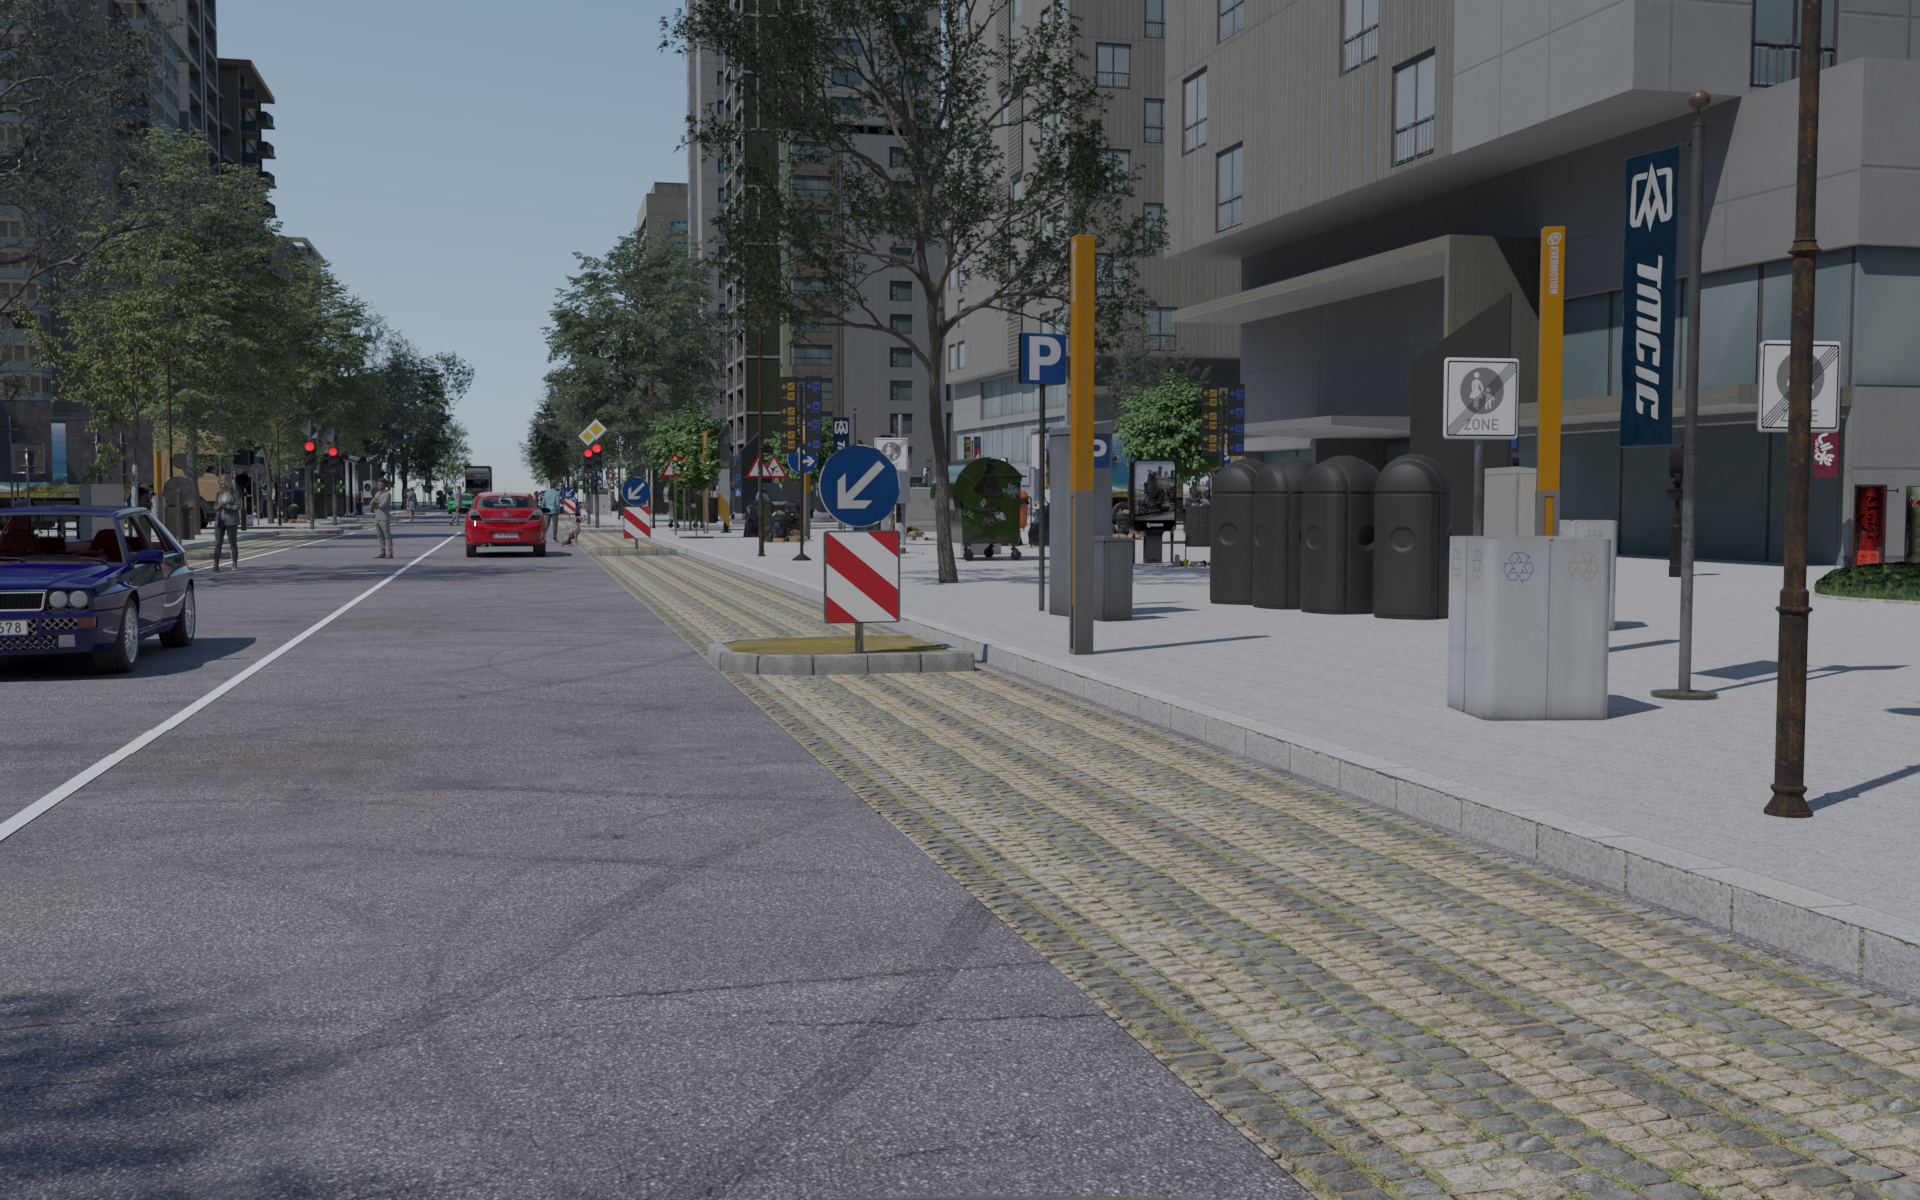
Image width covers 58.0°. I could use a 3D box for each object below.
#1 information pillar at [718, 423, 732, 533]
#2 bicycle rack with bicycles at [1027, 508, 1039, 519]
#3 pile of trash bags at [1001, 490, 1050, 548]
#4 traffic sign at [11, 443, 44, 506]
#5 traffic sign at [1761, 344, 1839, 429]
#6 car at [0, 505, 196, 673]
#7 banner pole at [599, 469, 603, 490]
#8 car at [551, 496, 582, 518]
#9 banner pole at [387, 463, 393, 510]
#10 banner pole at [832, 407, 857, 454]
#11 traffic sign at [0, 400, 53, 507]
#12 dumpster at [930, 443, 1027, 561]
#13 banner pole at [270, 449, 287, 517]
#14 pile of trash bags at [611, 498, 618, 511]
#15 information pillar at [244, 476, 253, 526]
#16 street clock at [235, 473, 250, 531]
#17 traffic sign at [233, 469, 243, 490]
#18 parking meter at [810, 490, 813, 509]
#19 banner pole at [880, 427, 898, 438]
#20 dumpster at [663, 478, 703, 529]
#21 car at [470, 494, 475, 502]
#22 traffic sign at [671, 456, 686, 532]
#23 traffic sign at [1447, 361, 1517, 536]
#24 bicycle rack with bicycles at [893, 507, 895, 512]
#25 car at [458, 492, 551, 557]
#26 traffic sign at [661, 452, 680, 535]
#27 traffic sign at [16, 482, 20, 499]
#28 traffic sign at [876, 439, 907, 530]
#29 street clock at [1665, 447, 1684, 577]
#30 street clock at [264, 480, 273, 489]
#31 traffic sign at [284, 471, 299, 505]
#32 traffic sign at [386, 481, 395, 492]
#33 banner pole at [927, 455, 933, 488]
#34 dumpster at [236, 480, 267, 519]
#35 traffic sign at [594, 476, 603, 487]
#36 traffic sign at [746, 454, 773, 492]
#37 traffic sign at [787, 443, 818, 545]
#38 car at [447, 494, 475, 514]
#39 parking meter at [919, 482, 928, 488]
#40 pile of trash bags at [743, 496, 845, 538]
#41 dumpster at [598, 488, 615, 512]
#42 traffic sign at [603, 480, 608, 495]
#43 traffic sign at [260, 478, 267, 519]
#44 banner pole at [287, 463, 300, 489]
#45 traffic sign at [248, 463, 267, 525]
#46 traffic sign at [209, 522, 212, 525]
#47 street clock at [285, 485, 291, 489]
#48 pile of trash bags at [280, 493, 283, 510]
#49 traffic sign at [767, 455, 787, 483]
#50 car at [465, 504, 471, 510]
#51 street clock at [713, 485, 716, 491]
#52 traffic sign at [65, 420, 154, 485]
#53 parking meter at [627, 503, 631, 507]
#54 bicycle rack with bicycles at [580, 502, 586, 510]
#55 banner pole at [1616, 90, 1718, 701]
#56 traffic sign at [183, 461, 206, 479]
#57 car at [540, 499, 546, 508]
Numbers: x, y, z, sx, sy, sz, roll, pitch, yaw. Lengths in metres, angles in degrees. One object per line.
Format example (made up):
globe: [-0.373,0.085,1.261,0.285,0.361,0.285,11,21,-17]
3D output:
information pillar: [-7.769,-4.016,57.017,0.183,3.616,0.504,2,4,34]
bicycle rack with bicycles: [3.809,-4.046,79.536,2.925,0.926,2.852,-3,4,-38]
pile of trash bags: [1.616,-2.024,42.839,1.912,1.369,3.447,0,4,6]
traffic sign: [-18.697,-1.997,34.774,0.606,2.300,0.079,-1,4,-9]
traffic sign: [5.608,-0.583,11.663,0.606,2.300,0.079,-1,4,-11]
car: [-7.772,-0.140,14.863,1.945,1.354,3.894,-1,4,-14]
banner pole: [-25.361,-8.060,121.802,0.863,3.779,0.401,3,4,37]
car: [-23.683,-5.589,103.961,1.945,1.354,3.894,-1,4,-14]
banner pole: [-45.944,-9.157,139.730,0.401,3.779,0.863,1,4,19]
banner pole: [-3.240,-3.647,49.653,0.863,3.779,0.401,0,4,2]
traffic sign: [-20.846,-2.663,37.419,2.265,3.308,0.079,-1,4,-14]
dumpster: [0.362,-1.917,33.841,1.502,2.255,1.985,-1,4,-14]
banner pole: [-37.482,-6.410,94.827,0.401,3.779,0.863,1,4,16]
pile of trash bags: [-26.668,-7.334,129.656,1.912,1.369,3.447,2,4,32]
information pillar: [-28.346,-3.940,68.914,0.304,2.012,0.304,-3,5,-43]
street clock: [-24.944,-3.406,60.261,0.471,2.002,0.358,-1,4,-23]
traffic sign: [-29.389,-4.165,70.226,0.606,2.300,0.079,-1,4,-9]
parking meter: [-9.785,-6.520,115.020,0.372,1.533,0.369,0,3,0]
banner pole: [-2.569,-4.551,64.420,0.863,3.779,0.401,0,4,7]
dumpster: [-10.254,-3.810,64.787,1.502,2.255,1.985,-1,4,-14]
car: [-42.247,-8.329,148.178,2.014,1.417,4.499,-1,4,-13]
traffic sign: [-9.330,-3.584,58.595,0.884,2.594,0.081,0,4,-8]
traffic sign: [3.922,-0.673,13.129,0.606,2.300,0.079,-1,4,-12]
bicycle rack with bicycles: [-4.068,-5.013,95.351,2.852,0.926,2.925,1,4,10]
car: [-10.724,-1.943,40.811,2.155,1.783,4.494,-1,4,-15]
traffic sign: [-8.806,-3.276,53.573,0.884,2.594,0.081,-1,4,-9]
traffic sign: [-25.345,-2.850,46.607,0.884,2.594,0.081,-1,4,-10]
traffic sign: [-1.257,-1.808,31.692,0.606,2.300,0.079,0,4,-5]
street clock: [11.063,-1.354,26.716,0.358,2.002,0.471,2,4,27]
street clock: [-36.289,-5.290,91.066,0.471,2.002,0.358,1,4,16]
traffic sign: [-36.963,-5.851,95.775,0.768,2.556,0.104,-1,4,-13]
traffic sign: [-46.938,-8.718,142.550,0.884,2.594,0.081,-1,4,-11]
banner pole: [-1.947,-7.428,111.469,0.401,3.779,0.863,2,4,30]
dumpster: [-36.410,-5.277,88.770,1.502,2.255,1.985,-1,4,-14]
traffic sign: [-24.731,-7.221,118.162,0.768,2.556,0.104,0,4,-5]
traffic sign: [-6.518,-3.440,56.241,0.884,2.594,0.081,0,4,-8]
traffic sign: [-3.945,-2.652,43.459,0.768,2.556,0.104,0,4,-6]
car: [-35.510,-7.001,123.258,1.959,1.807,4.718,-1,4,-15]
parking meter: [-1.826,-4.922,86.178,0.399,1.863,0.255,2,4,32]
pile of trash bags: [-4.879,-2.568,51.737,3.447,1.369,1.912,0,4,6]
dumpster: [-25.941,-7.422,127.111,1.264,1.857,1.865,-1,4,-14]
traffic sign: [-25.354,-7.465,124.189,0.606,2.300,0.079,-1,4,-14]
traffic sign: [-36.290,-5.440,90.125,0.795,2.450,0.064,-1,4,-9]
banner pole: [-43.671,-7.567,113.739,0.863,3.779,0.401,1,4,21]
traffic sign: [-28.874,-4.349,71.214,0.768,2.556,0.104,-1,4,-9]
traffic sign: [-30.725,-4.332,70.929,0.768,2.556,0.104,0,4,-8]
street clock: [-51.907,-7.908,133.870,0.358,2.002,0.471,0,4,4]
pile of trash bags: [-49.461,-7.116,126.092,1.912,1.369,3.447,-1,4,-17]
traffic sign: [-6.127,-3.490,57.072,0.884,2.594,0.081,0,4,-7]
car: [-16.694,-3.086,62.261,2.131,1.459,4.920,-1,4,-15]
street clock: [-20.394,-8.572,144.725,0.471,2.002,0.358,-2,4,-29]
traffic sign: [-23.292,-3.278,47.466,2.265,3.308,0.079,0,4,-6]
parking meter: [-21.926,-6.522,115.042,0.372,1.533,0.369,0,3,0]
bicycle rack with bicycles: [-29.397,-7.724,139.674,2.925,0.926,2.852,-3,5,-40]
banner pole: [4.498,-1.287,11.053,0.401,3.779,0.863,-1,4,-21]
traffic sign: [-27.251,-3.764,61.655,0.768,2.556,0.104,-1,4,-12]
car: [-35.690,-8.476,151.160,1.945,1.354,3.894,-1,4,-14]
